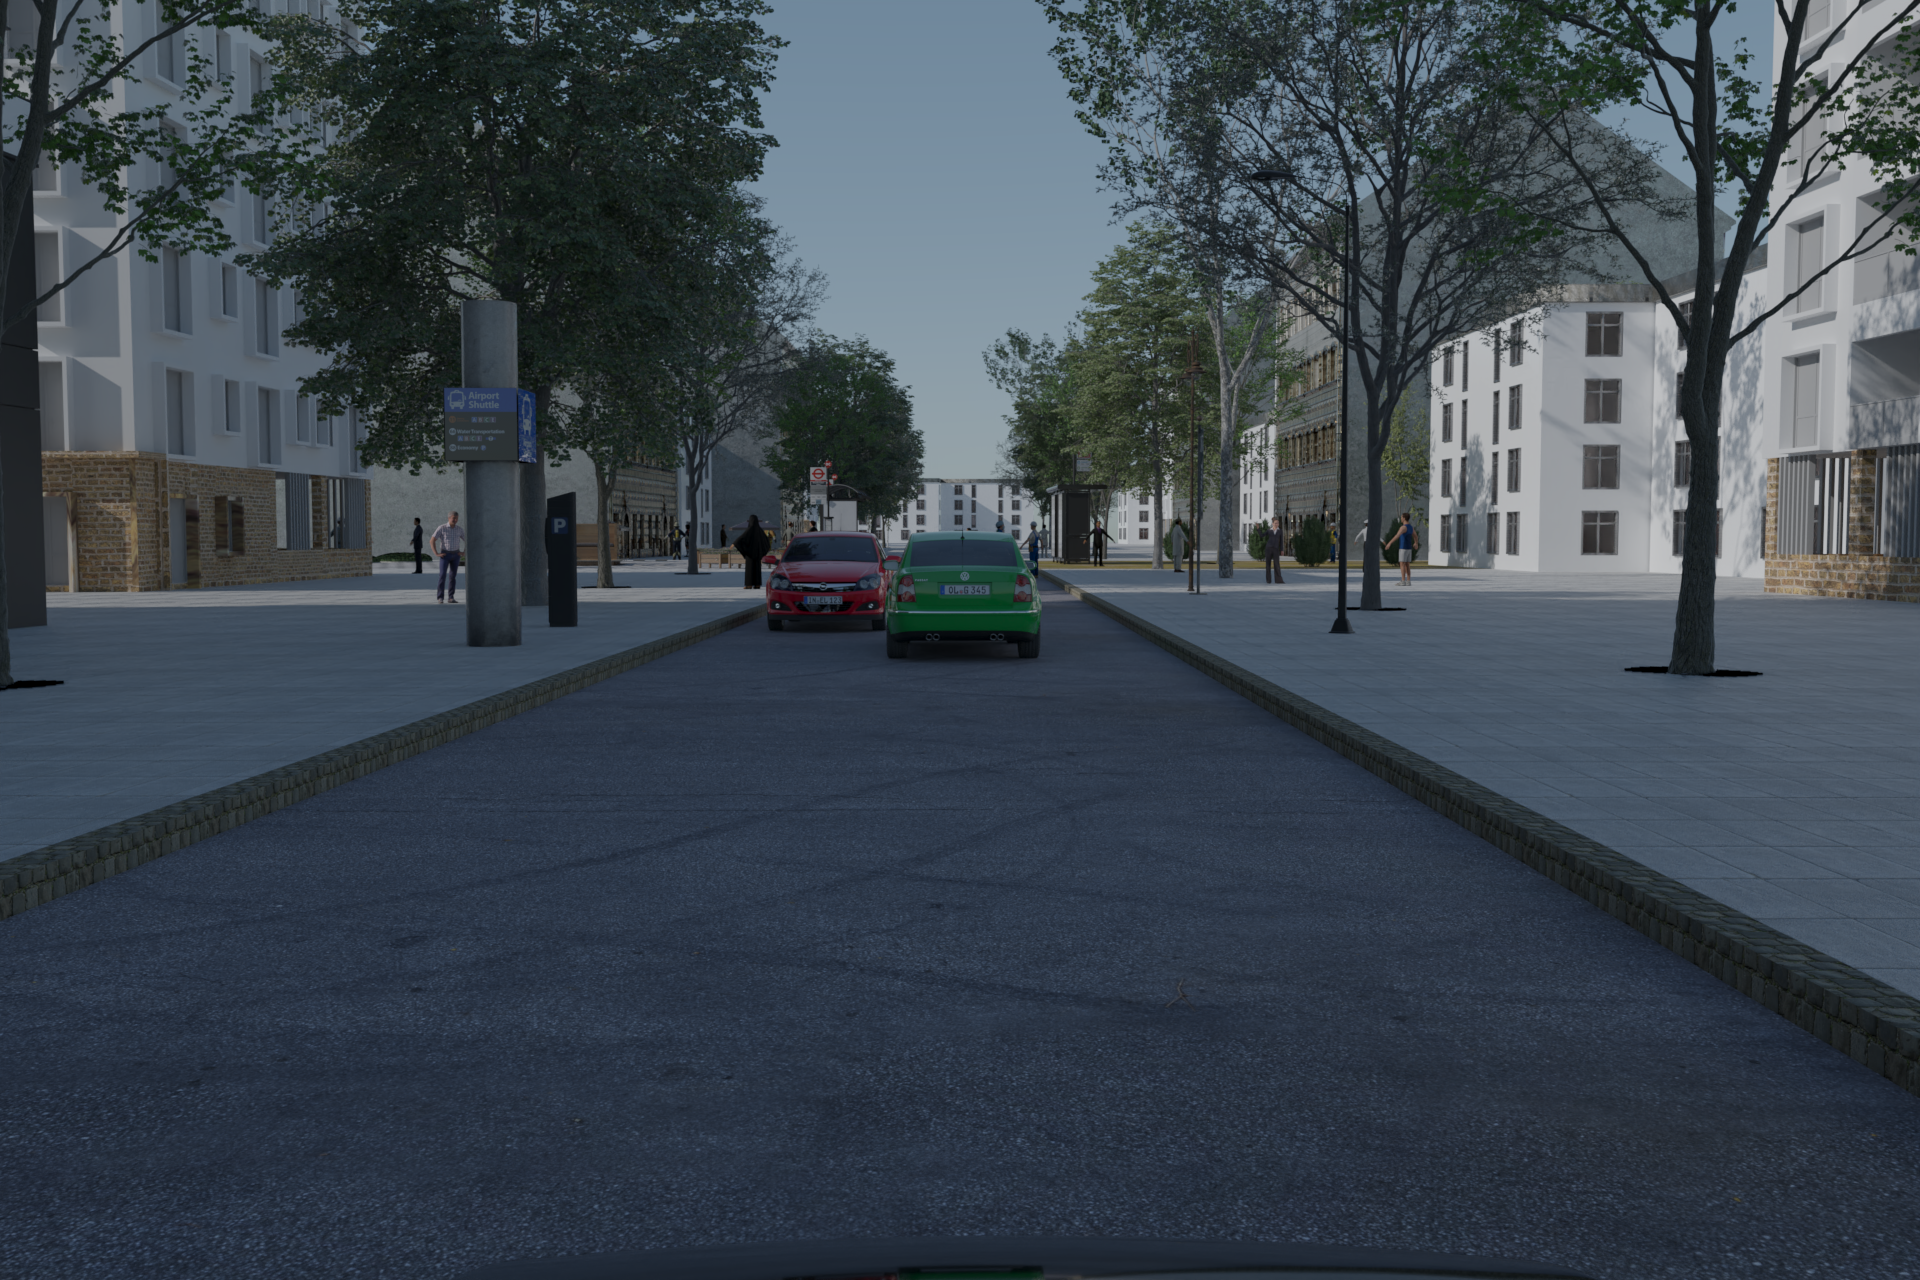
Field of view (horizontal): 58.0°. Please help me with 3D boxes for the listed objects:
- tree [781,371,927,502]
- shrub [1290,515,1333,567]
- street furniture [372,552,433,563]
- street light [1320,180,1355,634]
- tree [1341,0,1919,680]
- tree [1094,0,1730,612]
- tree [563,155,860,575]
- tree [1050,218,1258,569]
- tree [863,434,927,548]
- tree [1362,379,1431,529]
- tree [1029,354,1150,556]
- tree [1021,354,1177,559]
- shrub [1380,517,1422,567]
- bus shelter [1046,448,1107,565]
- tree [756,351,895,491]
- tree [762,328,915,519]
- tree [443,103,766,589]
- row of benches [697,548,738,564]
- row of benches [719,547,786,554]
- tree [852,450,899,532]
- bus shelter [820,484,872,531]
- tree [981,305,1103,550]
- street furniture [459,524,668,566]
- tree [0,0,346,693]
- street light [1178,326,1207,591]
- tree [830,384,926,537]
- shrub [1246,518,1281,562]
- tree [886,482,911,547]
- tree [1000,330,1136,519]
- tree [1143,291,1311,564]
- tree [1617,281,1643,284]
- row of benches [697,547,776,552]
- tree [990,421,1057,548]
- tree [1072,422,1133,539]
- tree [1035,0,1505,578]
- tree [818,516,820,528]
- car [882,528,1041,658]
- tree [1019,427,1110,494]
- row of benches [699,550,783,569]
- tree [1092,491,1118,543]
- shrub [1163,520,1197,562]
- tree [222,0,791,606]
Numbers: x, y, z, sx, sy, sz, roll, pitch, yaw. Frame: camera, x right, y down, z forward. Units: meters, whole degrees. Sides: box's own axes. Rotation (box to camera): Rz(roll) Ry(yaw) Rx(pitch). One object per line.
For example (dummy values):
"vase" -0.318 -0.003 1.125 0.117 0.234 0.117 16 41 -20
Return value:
"tree" -7.697 -13.072 124.097 12.009 13.543 11.850 0 3 0
"shrub" 13.739 -3.892 67.675 1.661 2.075 1.752 0 3 0
"street furniture" -29.125 -3.800 77.754 10.072 0.657 5.734 0 4 -4
"street light" 5.489 -3.040 22.245 1.470 5.913 1.316 0 4 1
"tree" 6.751 -5.481 15.375 9.928 11.665 9.643 0 3 0
"tree" 6.987 -7.230 28.588 12.009 13.543 11.850 0 3 0
"tree" -8.348 -8.812 54.439 12.009 13.543 11.850 0 3 0
"tree" 6.949 -8.877 63.261 7.486 12.596 7.792 0 3 0
"tree" -6.934 -14.295 159.478 9.928 11.665 9.643 0 3 0
"tree" 20.434 -7.904 79.599 4.737 8.622 4.395 0 3 0
"tree" 7.805 -10.679 100.355 9.928 11.665 9.643 0 3 0
"tree" 7.264 -9.324 86.861 8.767 10.594 7.601 0 4 1
"shrub" 17.419 -3.926 68.611 1.690 2.028 1.600 0 3 0
"bus shelter" 5.052 -6.084 77.107 2.179 5.291 8.768 0 4 -2
"tree" -7.346 -10.344 94.885 9.928 11.665 9.643 0 3 0
"tree" -7.476 -12.345 108.488 9.857 13.997 8.962 0 3 0
"tree" -8.349 -7.036 40.796 9.928 11.665 9.643 0 3 0
"row of benches" -10.260 -3.674 75.531 1.422 0.672 4.104 1 4 21
"row of benches" -9.639 -4.107 82.614 4.104 0.672 1.422 1 4 10
"tree" -7.326 -11.233 134.017 4.360 8.622 3.978 0 3 0
"bus shelter" -4.885 -4.822 72.756 2.014 3.302 5.546 0 4 1
"tree" 8.912 -17.511 142.191 12.611 20.169 13.585 0 3 0
"street furniture" -17.928 -4.063 73.291 11.010 1.723 9.812 -1 4 -8
"tree" -7.982 -5.404 14.117 9.928 11.665 9.643 0 3 0
"street light" 5.185 -4.032 38.703 0.468 5.910 1.993 0 4 1
"tree" -7.205 -14.466 143.173 9.857 13.997 8.962 0 3 0
"shrub" 14.089 -4.667 80.342 1.661 2.075 1.752 0 3 0
"tree" -6.775 -13.302 167.843 4.737 8.622 4.395 0 3 0
"tree" 7.222 -12.444 110.112 9.857 13.997 8.962 0 3 0
"tree" 11.261 -9.034 73.465 9.928 11.665 9.643 0 3 0
"tree" 29.410 -9.801 78.377 7.486 12.596 7.792 0 3 0
"row of benches" -10.649 -3.993 80.740 4.104 0.672 1.422 -2 4 -23
"tree" 7.745 -15.387 161.945 12.009 13.543 11.850 0 3 0
"tree" 7.713 -8.701 92.618 4.360 8.622 3.978 0 3 0
"tree" 8.695 -11.794 48.728 12.611 20.169 13.585 0 3 0
"tree" -20.060 -18.660 255.449 4.360 8.622 3.978 0 3 0
"car" 0.008 -0.767 21.338 1.959 1.807 4.718 0 4 -1
"tree" 8.077 -11.730 126.205 8.767 10.594 7.601 2 4 34
"row of benches" -8.046 -2.983 64.234 4.104 0.672 1.422 2 4 33
"tree" 20.399 -21.483 261.612 12.009 13.543 11.850 0 3 0
"shrub" 10.152 -4.685 80.645 1.661 2.075 1.752 0 3 0
"tree" -7.773 -7.585 30.678 9.857 13.997 8.962 0 3 0
